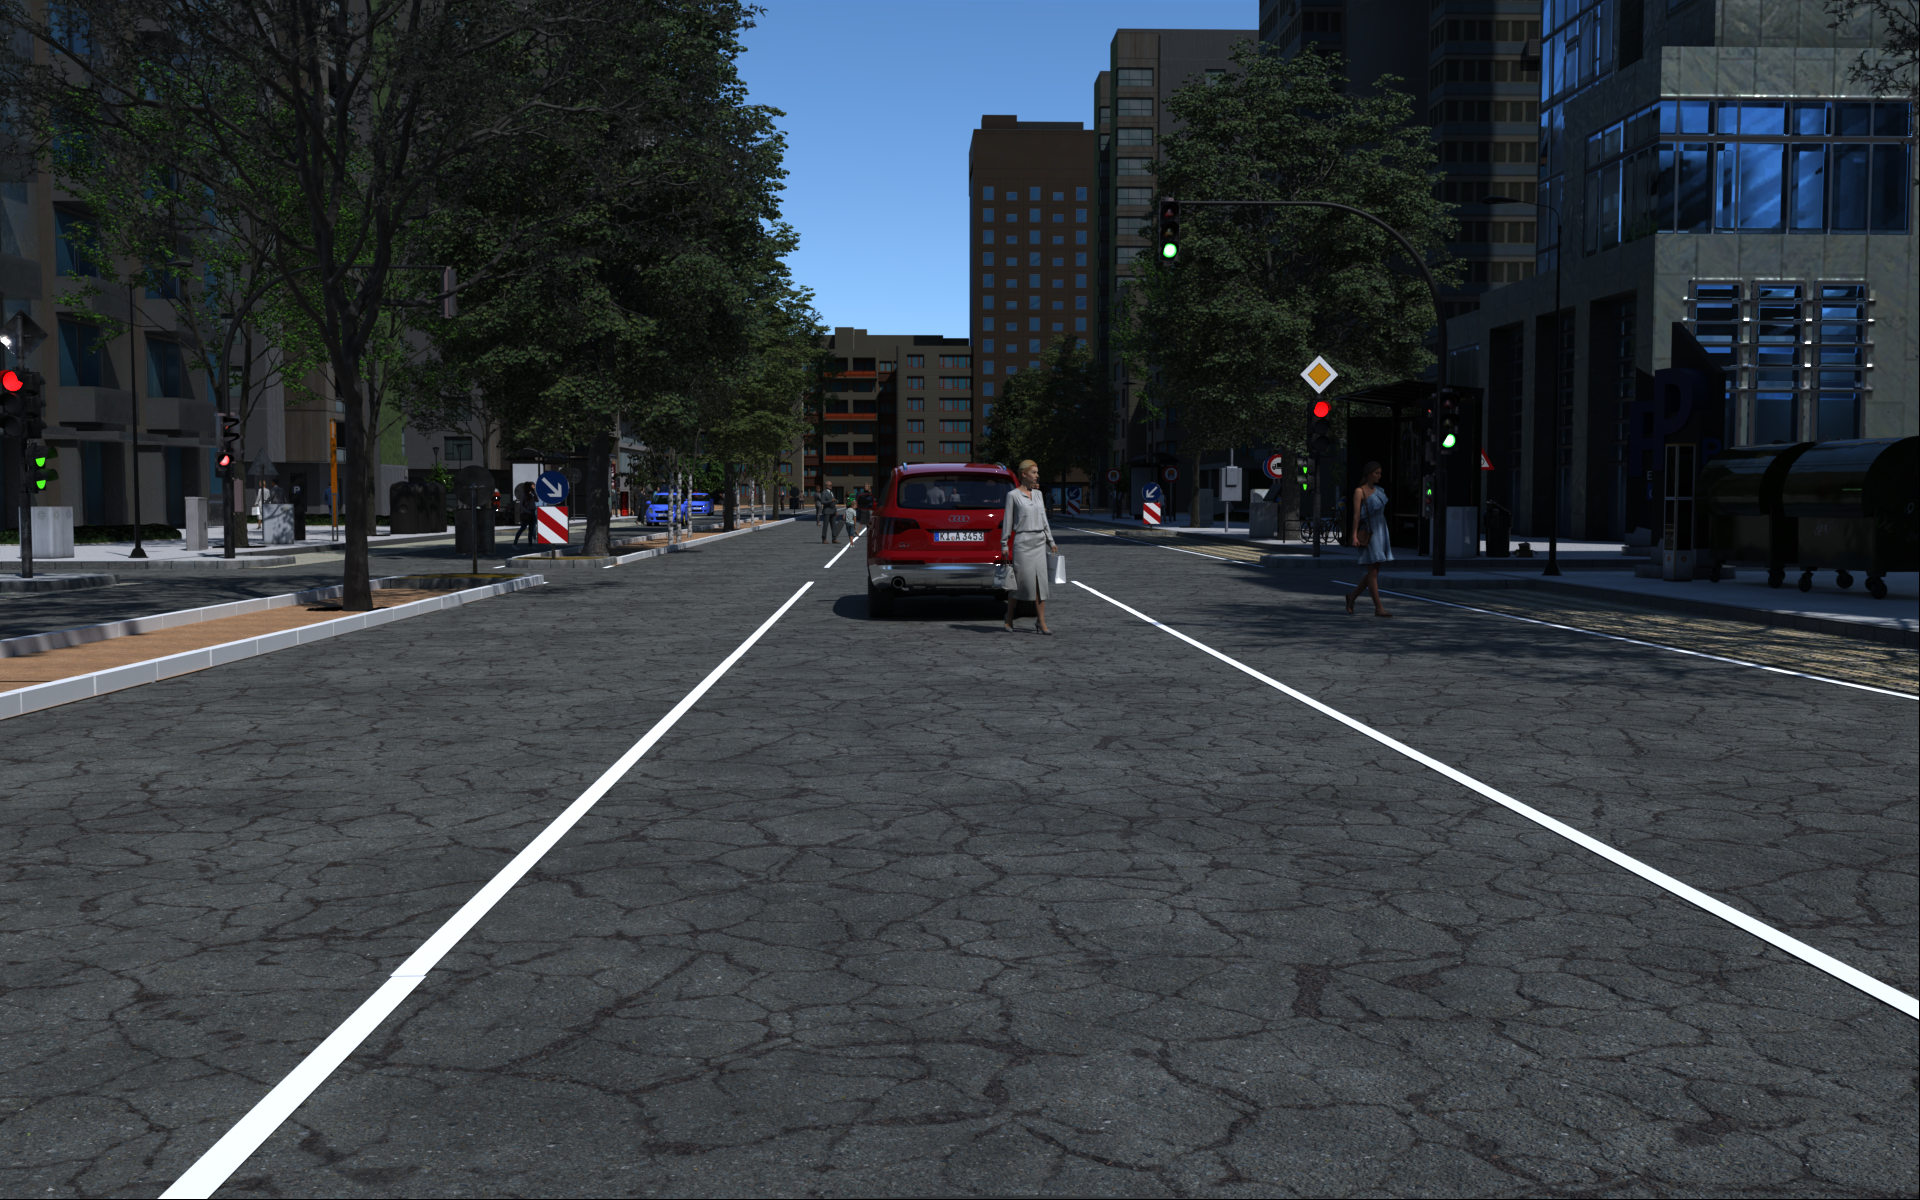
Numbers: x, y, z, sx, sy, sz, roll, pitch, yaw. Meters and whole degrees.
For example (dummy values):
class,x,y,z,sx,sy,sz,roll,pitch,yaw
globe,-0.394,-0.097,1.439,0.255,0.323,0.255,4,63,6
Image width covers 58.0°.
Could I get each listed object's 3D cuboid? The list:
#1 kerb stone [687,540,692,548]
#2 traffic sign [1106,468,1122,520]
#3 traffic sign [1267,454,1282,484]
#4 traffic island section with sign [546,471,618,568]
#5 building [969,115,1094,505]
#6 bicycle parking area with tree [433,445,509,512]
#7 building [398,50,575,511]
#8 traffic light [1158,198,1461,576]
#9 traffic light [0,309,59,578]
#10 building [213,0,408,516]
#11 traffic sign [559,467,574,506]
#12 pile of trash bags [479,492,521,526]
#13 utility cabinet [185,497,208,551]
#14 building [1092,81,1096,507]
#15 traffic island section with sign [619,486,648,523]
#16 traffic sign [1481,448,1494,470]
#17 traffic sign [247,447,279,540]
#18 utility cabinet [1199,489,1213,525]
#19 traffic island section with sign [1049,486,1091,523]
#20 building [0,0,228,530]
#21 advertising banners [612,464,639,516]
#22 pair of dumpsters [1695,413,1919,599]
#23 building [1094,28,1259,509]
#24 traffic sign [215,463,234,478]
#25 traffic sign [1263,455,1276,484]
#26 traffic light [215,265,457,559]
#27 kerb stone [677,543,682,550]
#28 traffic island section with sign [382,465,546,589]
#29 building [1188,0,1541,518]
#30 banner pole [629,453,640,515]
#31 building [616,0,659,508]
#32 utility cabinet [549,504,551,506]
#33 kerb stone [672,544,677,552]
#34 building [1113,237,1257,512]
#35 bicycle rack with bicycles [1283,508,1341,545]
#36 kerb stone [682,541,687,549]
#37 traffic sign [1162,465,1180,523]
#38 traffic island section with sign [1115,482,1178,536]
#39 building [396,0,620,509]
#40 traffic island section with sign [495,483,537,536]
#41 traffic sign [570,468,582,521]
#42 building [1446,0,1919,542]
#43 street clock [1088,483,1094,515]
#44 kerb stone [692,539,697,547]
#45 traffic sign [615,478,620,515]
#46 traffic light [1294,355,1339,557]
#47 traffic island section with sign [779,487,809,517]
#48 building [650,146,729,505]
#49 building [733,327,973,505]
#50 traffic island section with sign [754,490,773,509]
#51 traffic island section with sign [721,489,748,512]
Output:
class,x,y,z,sx,sy,sz,roll,pitch,yaw
kerb stone,-7.315,-1.459,46.048,0.120,0.150,1.000,0,4,-2
traffic sign,7.497,-5.164,84.536,0.768,2.556,0.104,0,4,6
traffic sign,10.115,-3.355,54.959,0.768,2.556,0.104,0,4,4
traffic island section with sign,-7.954,-1.605,34.373,2.006,1.907,1.989,0,4,-2
building,8.446,-34.124,208.038,14.200,45.320,14.600,0,4,-2
bicycle parking area with tree,-30.490,-7.141,103.758,9.016,4.147,8.231,-1,4,-18
building,-34.377,-21.085,116.437,14.160,30.474,14.107,0,4,-2
traffic light,5.412,-3.196,26.919,4.771,5.953,1.251,0,4,-2
traffic light,-14.249,-2.291,26.379,0.839,4.253,0.868,0,4,-2
building,-37.958,-24.835,89.649,14.154,41.232,14.086,0,4,-2
traffic sign,-18.662,-5.008,81.979,0.768,2.556,0.104,0,4,5
pile of trash bags,-18.744,-3.709,70.401,1.912,1.369,3.447,-1,4,-21
utility cabinet,-17.444,-1.740,39.604,0.306,1.237,1.020,-1,4,-13
building,19.981,-29.832,171.355,14.154,41.232,14.086,0,4,-2
traffic island section with sign,-16.031,-4.804,87.173,1.989,1.847,2.006,0,4,-2
traffic sign,11.361,-2.345,38.345,0.884,2.594,0.081,0,4,3
traffic sign,-19.378,-2.943,48.125,0.884,2.594,0.081,0,4,0
utility cabinet,9.902,-3.789,70.628,0.318,1.500,1.173,3,5,40
traffic island section with sign,5.518,-4.795,87.032,1.989,1.847,2.006,0,4,-2
building,-38.706,-26.634,55.072,23.786,49.044,30.456,0,4,-2
advertising banners,-19.331,-6.343,99.899,2.074,3.025,0.090,-1,4,-14
pair of dumpsters,11.534,-1.256,23.037,1.574,2.255,4.437,0,4,-2
building,20.274,-28.923,156.489,14.154,41.232,14.086,0,4,-2
traffic sign,-19.112,-2.633,45.179,0.606,2.300,0.079,0,4,-1
traffic sign,10.272,-3.457,56.626,0.768,2.556,0.104,0,4,1
traffic light,-12.432,-3.657,34.466,4.771,5.953,1.251,0,4,-2
kerb stone,-7.243,-1.334,43.998,0.120,0.150,1.000,0,4,-2
traffic island section with sign,-7.712,-1.152,26.969,2.006,1.907,1.989,0,4,-2
building,30.330,-24.882,98.699,32.217,40.220,23.993,0,4,-2
banner pole,-19.994,-7.113,106.308,0.863,3.779,0.401,-2,4,-29
building,-43.188,-35.043,162.198,27.495,52.752,28.713,0,4,-2
utility cabinet,-20.804,-4.932,89.317,0.318,1.500,1.173,1,4,12
kerb stone,-7.209,-1.268,42.974,0.120,0.150,1.000,0,4,-2
building,27.589,-17.774,135.641,27.650,21.520,28.899,0,4,-2
bicycle rack with bicycles,9.684,-1.933,44.982,2.852,0.926,2.925,-2,4,-25
kerb stone,-7.282,-1.396,45.025,0.120,0.150,1.000,0,4,-2
traffic sign,9.410,-4.719,77.254,0.768,2.556,0.104,0,4,7
traffic island section with sign,6.433,-3.148,60.092,1.989,1.847,2.006,0,4,-2
building,-38.904,-31.184,133.563,21.300,48.544,21.600,0,4,-2
traffic island section with sign,-15.089,-3.124,59.708,1.989,1.847,2.006,0,4,-2
traffic sign,-18.605,-5.097,83.443,0.768,2.556,0.104,0,4,5
building,32.294,-45.236,52.274,31.000,86.520,22.319,0,4,-2
street clock,8.193,-6.335,108.144,0.358,2.002,0.471,-1,4,-19
kerb stone,-7.350,-1.522,47.073,0.120,0.150,1.000,0,4,-2
traffic sign,-21.293,-6.414,106.998,0.606,2.300,0.079,0,4,7
traffic light,7.229,-2.825,35.112,0.839,4.253,0.868,0,4,-2
traffic island section with sign,-10.513,-6.198,109.468,2.006,1.907,1.989,0,4,-2
building,-42.138,-34.045,211.260,28.867,44.769,22.147,0,4,-2
building,-13.355,-22.653,215.407,28.899,21.520,27.650,0,4,-2
traffic island section with sign,-18.597,-9.451,163.145,1.989,1.847,2.006,0,4,-2
traffic island section with sign,-17.683,-7.803,136.205,1.989,1.847,2.006,0,4,-2
